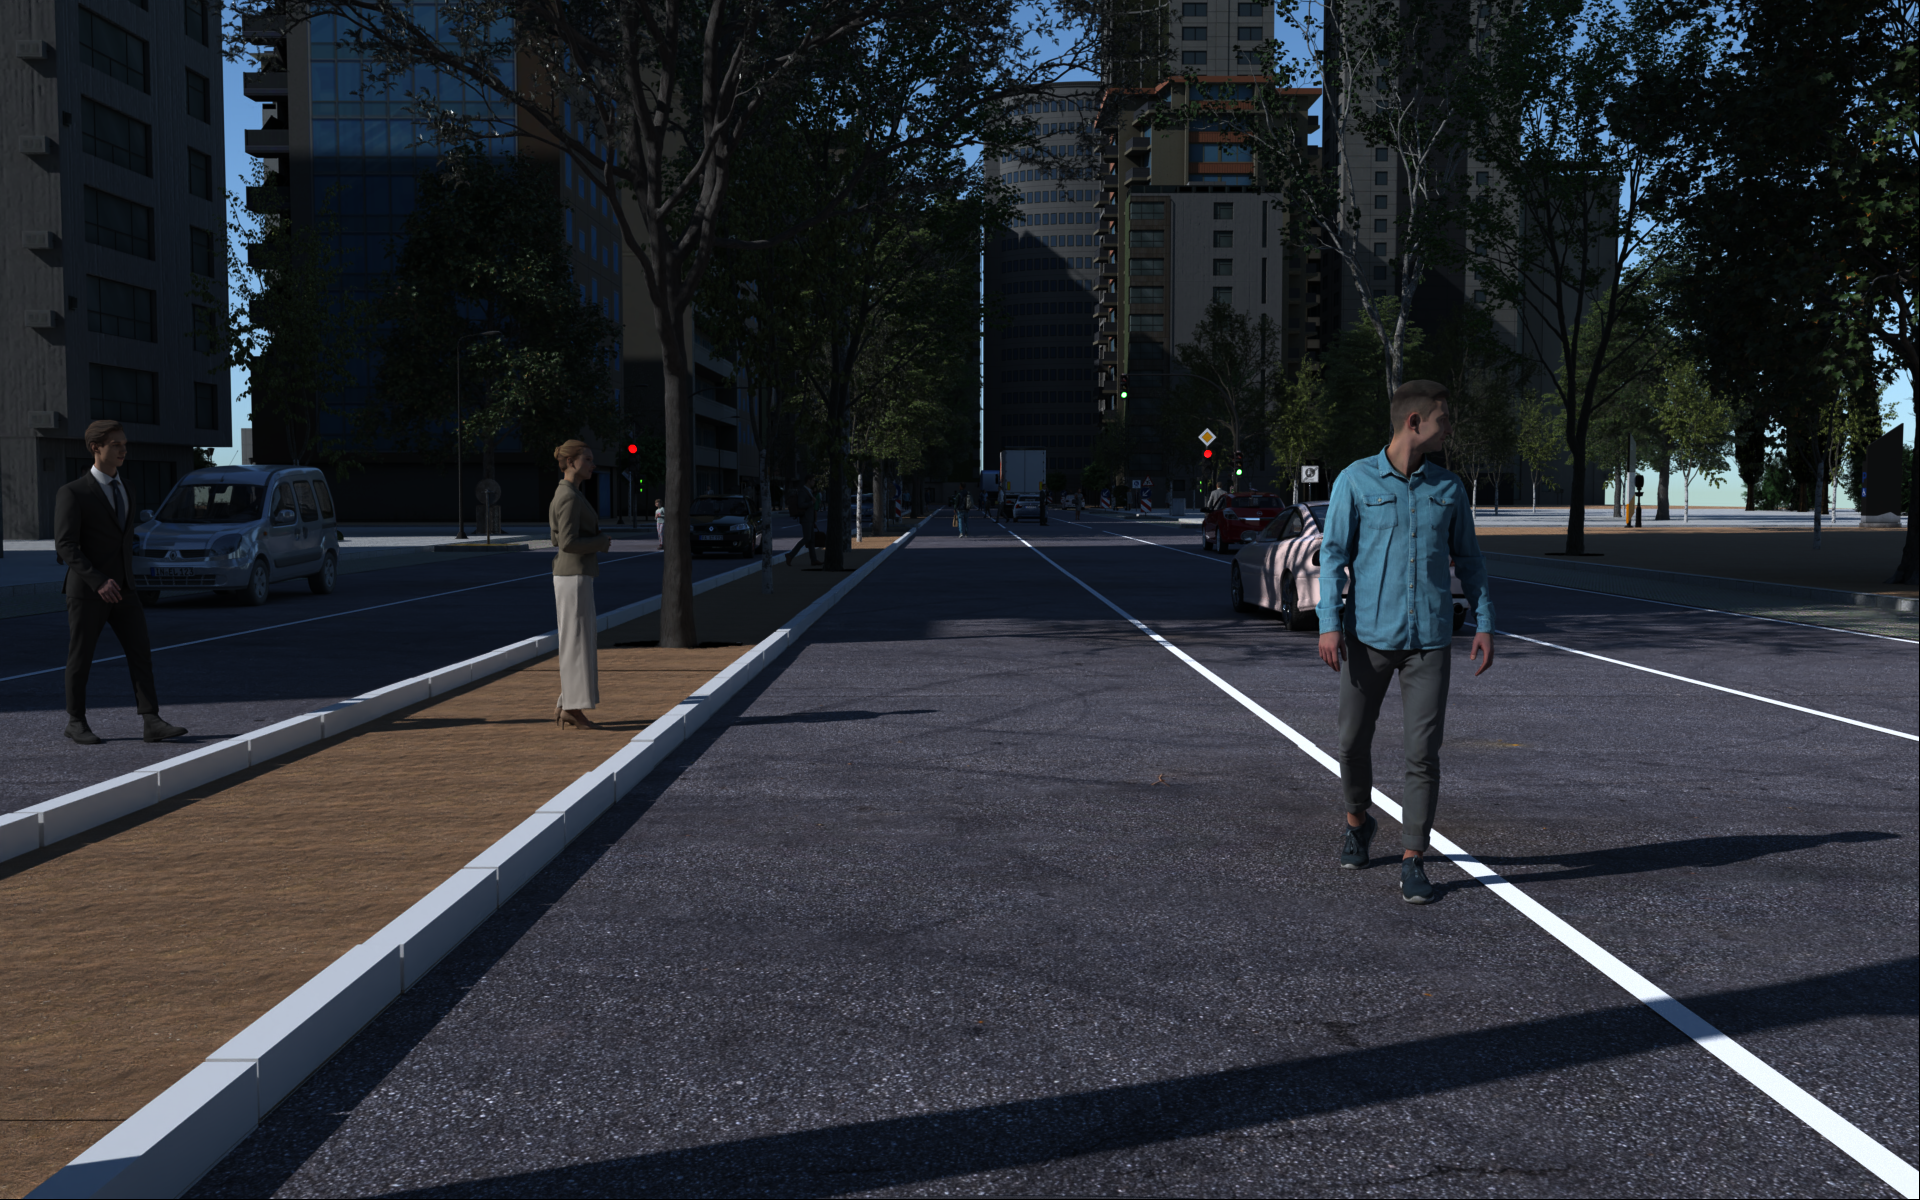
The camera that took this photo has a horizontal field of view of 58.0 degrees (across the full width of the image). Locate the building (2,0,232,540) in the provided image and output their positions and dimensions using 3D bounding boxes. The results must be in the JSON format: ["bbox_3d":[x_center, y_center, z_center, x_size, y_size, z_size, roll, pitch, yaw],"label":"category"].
[{"bbox_3d":[-31.757,-17.287,54.351,14.107,30.474,14.160,0,3,0],"label":"building"}]

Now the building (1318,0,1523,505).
[{"bbox_3d":[54.455,-47.216,210.226,20.611,71.187,20.563,0,3,0],"label":"building"}]

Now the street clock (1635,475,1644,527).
[{"bbox_3d":[26.083,-3.790,66.534,0.358,2.002,0.471,0,4,8],"label":"street clock"}]

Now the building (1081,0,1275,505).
[{"bbox_3d":[25.743,-47.176,209.575,20.563,71.187,20.611,0,3,0],"label":"building"}]

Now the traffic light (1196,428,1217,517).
[{"bbox_3d":[10.457,-5.175,73.532,0.839,4.253,0.868,0,3,0],"label":"traffic light"}]

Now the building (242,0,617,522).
[{"bbox_3d":[-24.690,-26.514,83.610,14.600,45.320,14.200,0,3,0],"label":"building"}]

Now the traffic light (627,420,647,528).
[{"bbox_3d":[-12.294,-4.684,65.502,0.839,4.253,0.868,0,3,0],"label":"traffic light"}]

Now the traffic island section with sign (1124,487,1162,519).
[{"bbox_3d":[10.468,-5.546,99.311,1.989,1.847,2.006,0,3,0],"label":"traffic island section with sign"}]

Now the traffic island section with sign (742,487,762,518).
[{"bbox_3d":[-12.050,-5.507,98.675,1.989,1.847,2.006,0,3,0],"label":"traffic island section with sign"}]

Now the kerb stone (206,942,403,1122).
[{"bbox_3d":[-1.655,1.086,4.439,0.120,0.150,1.000,0,3,0],"label":"kerb stone"}]

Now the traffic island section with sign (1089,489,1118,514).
[{"bbox_3d":[10.443,-7.198,126.315,1.989,1.847,2.006,0,3,0],"label":"traffic island section with sign"}]

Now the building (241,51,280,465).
[{"bbox_3d":[-66.822,-37.775,206.855,27.495,52.752,28.713,0,3,0],"label":"building"}]

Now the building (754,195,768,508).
[{"bbox_3d":[-25.149,-23.505,156.006,14.160,30.474,14.107,0,3,0],"label":"building"}]

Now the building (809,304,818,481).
[{"bbox_3d":[-24.800,-27.042,213.843,14.107,30.474,14.160,0,3,0],"label":"building"}]

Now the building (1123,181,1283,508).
[{"bbox_3d":[22.408,-24.011,164.280,14.160,30.474,14.107,0,3,0],"label":"building"}]

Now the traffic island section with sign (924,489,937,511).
[{"bbox_3d":[-2.886,-8.581,148.428,2.006,1.907,1.989,0,3,0],"label":"traffic island section with sign"}]

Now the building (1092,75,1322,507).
[{"bbox_3d":[25.781,-32.476,185.606,22.147,44.769,28.867,0,3,0],"label":"building"}]

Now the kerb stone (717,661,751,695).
[{"bbox_3d":[-1.665,0.586,12.617,0.120,0.150,1.000,0,3,0],"label":"kerb stone"}]

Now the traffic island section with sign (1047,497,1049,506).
[{"bbox_3d":[10.338,-11.866,202.639,1.989,1.847,2.006,0,3,0],"label":"traffic island section with sign"}]

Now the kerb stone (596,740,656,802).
[{"bbox_3d":[-1.655,0.846,8.528,0.120,0.150,1.000,0,3,0],"label":"kerb stone"}]

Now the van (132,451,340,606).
[{"bbox_3d":[-9.819,-1.006,23.465,2.013,2.044,4.112,0,4,-1],"label":"van"}]

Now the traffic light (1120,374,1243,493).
[{"bbox_3d":[8.375,-5.550,65.403,4.771,5.953,1.251,0,3,0],"label":"traffic light"}]

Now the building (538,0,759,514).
[{"bbox_3d":[-23.553,-29.676,135.315,14.600,45.320,14.200,0,3,0],"label":"building"}]

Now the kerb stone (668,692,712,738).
[{"bbox_3d":[-1.659,0.711,10.573,0.120,0.150,1.000,0,3,0],"label":"kerb stone"}]

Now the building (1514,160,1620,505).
[{"bbox_3d":[71.849,-32.478,214.601,14.086,41.232,14.154,0,3,0],"label":"building"}]

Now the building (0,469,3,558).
[{"bbox_3d":[-28.258,-43.047,16.493,22.319,86.520,31.000,0,3,0],"label":"building"}]

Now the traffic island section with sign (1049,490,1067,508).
[{"bbox_3d":[10.368,-10.218,175.684,1.989,1.847,2.006,0,3,0],"label":"traffic island section with sign"}]

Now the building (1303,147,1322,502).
[{"bbox_3d":[56.510,-37.980,244.670,21.600,48.544,21.300,0,3,0],"label":"building"}]

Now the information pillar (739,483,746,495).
[{"bbox_3d":[-13.904,-6.502,110.807,0.304,2.012,0.304,-3,4,-36],"label":"information pillar"}]

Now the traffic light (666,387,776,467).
[{"bbox_3d":[-10.213,-6.046,73.525,4.771,5.953,1.251,0,3,0],"label":"traffic light"}]

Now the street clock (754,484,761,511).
[{"bbox_3d":[-14.678,-7.414,125.796,0.471,2.002,0.358,0,4,7],"label":"street clock"}]

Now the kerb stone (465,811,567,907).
[{"bbox_3d":[-1.654,0.965,6.483,0.120,0.150,1.000,0,3,0],"label":"kerb stone"}]

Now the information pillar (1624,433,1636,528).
[{"bbox_3d":[25.609,-4.571,66.092,0.504,3.616,0.183,-3,5,-41],"label":"information pillar"}]

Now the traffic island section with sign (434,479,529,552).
[{"bbox_3d":[-11.986,-2.142,43.654,1.989,1.847,2.006,0,3,0],"label":"traffic island section with sign"}]

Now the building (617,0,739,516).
[{"bbox_3d":[-26.084,-29.704,109.362,21.300,48.544,21.600,0,3,0],"label":"building"}]

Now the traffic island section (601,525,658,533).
[{"bbox_3d":[-12.334,-2.652,65.637,2.009,0.180,2.903,0,3,0],"label":"traffic island section"}]

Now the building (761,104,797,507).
[{"bbox_3d":[-28.623,-32.008,177.948,22.147,44.769,28.867,0,3,0],"label":"building"}]

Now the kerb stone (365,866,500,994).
[{"bbox_3d":[-1.653,1.030,5.461,0.120,0.150,1.000,0,3,0],"label":"kerb stone"}]

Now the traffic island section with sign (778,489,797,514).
[{"bbox_3d":[-12.087,-7.156,125.630,1.989,1.847,2.006,0,3,0],"label":"traffic island section with sign"}]

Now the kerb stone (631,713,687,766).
[{"bbox_3d":[-1.660,0.773,9.549,0.120,0.150,1.000,0,3,0],"label":"kerb stone"}]

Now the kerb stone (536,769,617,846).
[{"bbox_3d":[-1.658,0.899,7.504,0.120,0.150,1.000,0,3,0],"label":"kerb stone"}]

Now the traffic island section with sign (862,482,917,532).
[{"bbox_3d":[-2.779,-3.532,65.883,2.006,1.907,1.989,0,3,0],"label":"traffic island section with sign"}]

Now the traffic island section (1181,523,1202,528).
[{"bbox_3d":[10.497,-3.142,73.646,2.009,0.180,2.903,0,3,0],"label":"traffic island section"}]

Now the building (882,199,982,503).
[{"bbox_3d":[-4.089,-34.175,242.361,14.086,41.232,14.154,0,3,0],"label":"building"}]

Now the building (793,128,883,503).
[{"bbox_3d":[-24.889,-40.352,248.992,27.495,52.752,28.713,0,3,0],"label":"building"}]

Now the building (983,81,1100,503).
[{"bbox_3d":[17.518,-42.984,244.780,28.212,58.520,21.231,0,3,0],"label":"building"}]

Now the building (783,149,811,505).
[{"bbox_3d":[-24.844,-31.554,199.497,14.154,41.232,14.086,0,3,0],"label":"building"}]

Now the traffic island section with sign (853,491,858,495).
[{"bbox_3d":[-12.191,-11.915,203.438,1.989,1.847,2.006,0,3,0],"label":"traffic island section with sign"}]

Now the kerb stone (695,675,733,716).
[{"bbox_3d":[-1.662,0.649,11.595,0.120,0.150,1.000,0,3,0],"label":"kerb stone"}]
